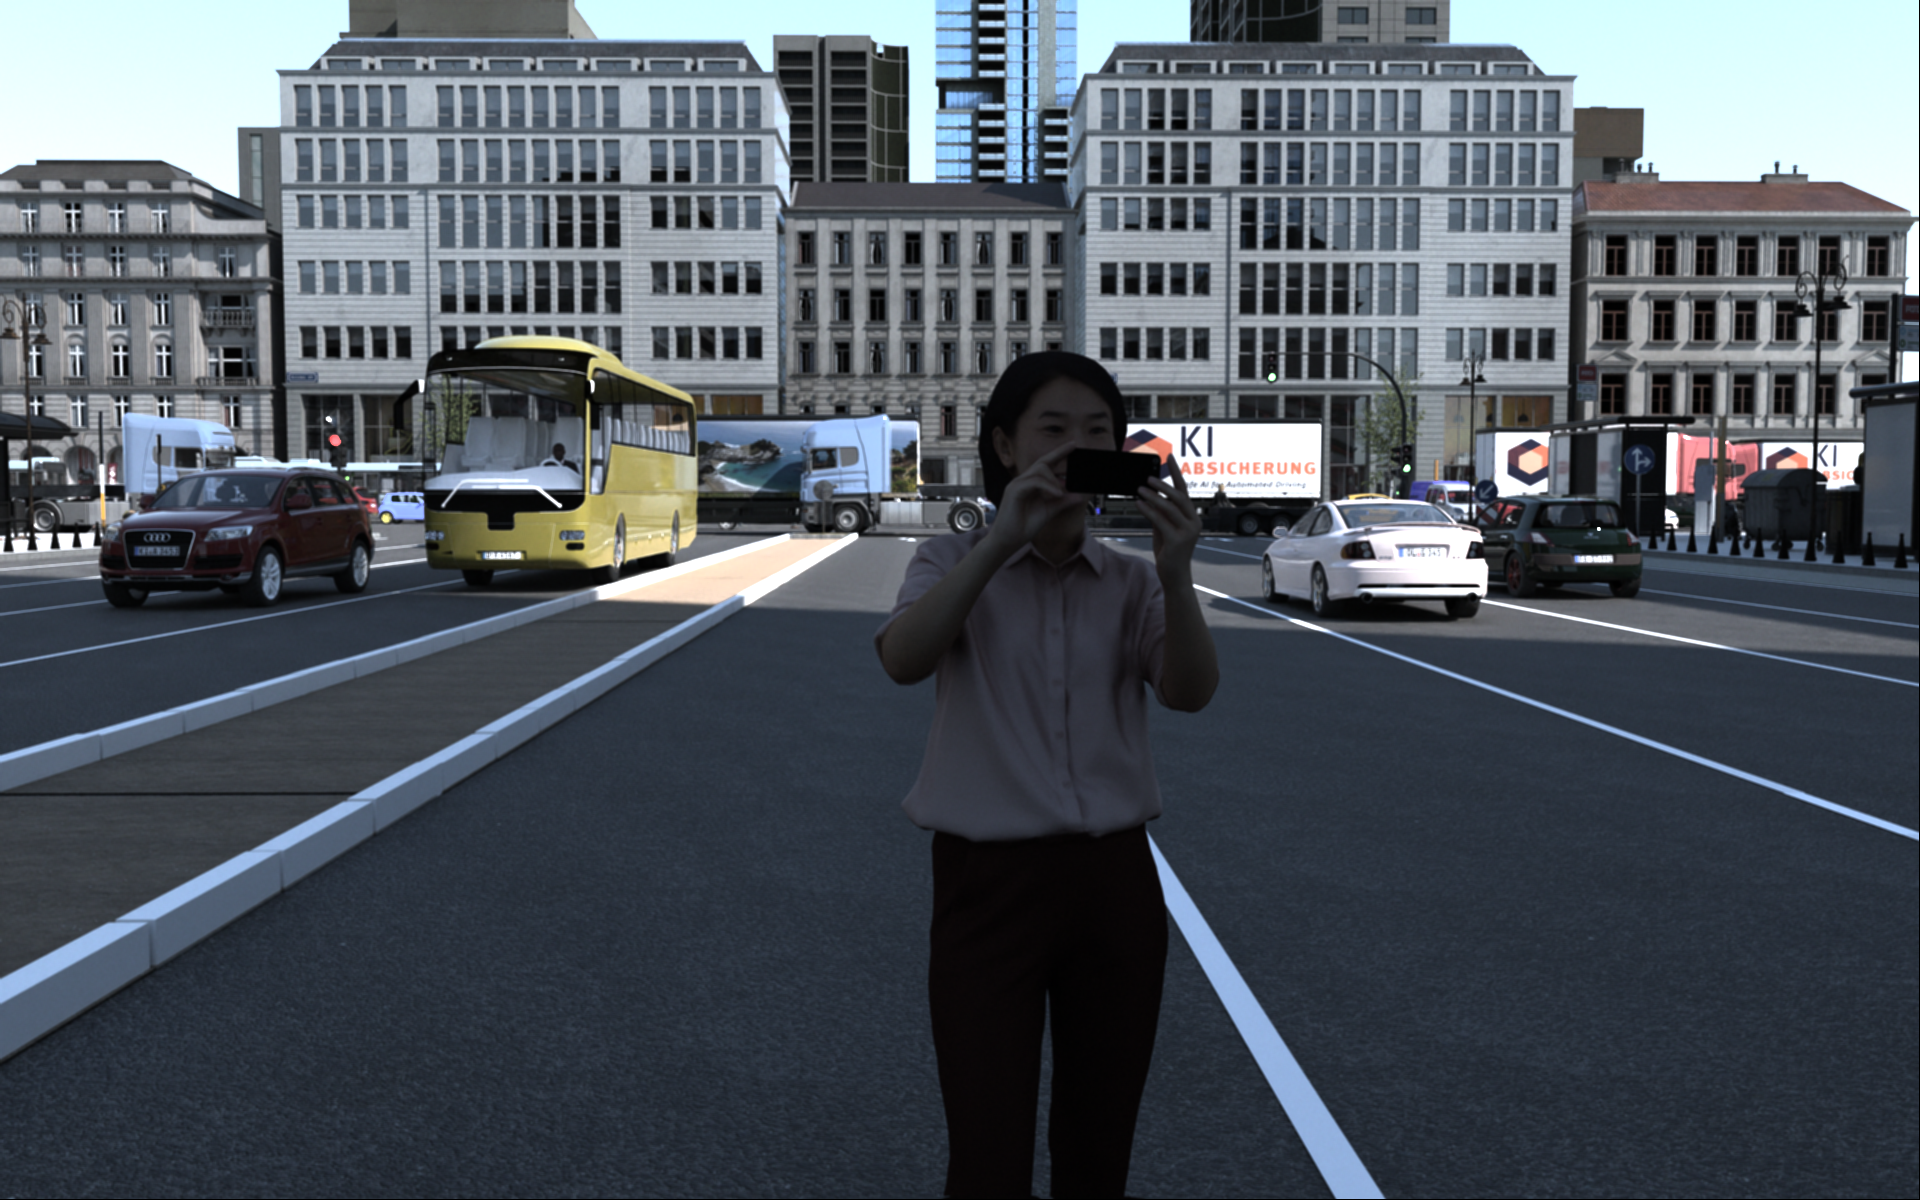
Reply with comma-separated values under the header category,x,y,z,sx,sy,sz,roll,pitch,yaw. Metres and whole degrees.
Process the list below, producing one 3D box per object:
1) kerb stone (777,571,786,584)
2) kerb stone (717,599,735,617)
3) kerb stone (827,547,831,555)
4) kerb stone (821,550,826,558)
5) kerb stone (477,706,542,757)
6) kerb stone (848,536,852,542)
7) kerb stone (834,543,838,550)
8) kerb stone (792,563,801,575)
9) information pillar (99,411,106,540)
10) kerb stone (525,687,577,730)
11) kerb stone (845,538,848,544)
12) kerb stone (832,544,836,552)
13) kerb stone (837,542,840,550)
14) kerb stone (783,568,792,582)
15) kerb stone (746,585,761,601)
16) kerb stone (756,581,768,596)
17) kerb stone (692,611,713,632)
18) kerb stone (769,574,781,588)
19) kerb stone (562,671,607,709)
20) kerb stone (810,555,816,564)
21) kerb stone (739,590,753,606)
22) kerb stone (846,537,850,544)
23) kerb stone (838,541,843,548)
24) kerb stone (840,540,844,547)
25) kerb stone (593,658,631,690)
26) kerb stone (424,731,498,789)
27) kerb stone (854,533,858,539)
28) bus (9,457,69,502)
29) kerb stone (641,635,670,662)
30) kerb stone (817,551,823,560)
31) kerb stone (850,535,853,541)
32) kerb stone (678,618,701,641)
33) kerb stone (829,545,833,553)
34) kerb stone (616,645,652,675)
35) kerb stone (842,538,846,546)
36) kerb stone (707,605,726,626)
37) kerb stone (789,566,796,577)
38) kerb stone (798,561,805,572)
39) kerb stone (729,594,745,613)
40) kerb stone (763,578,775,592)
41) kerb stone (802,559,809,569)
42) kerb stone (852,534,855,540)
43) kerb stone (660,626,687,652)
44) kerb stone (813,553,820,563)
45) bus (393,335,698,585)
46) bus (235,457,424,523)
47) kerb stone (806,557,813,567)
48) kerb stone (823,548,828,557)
category,x,y,z,sx,sy,sz,roll,pitch,yaw
kerb stone,-2.893,-0.314,27.362,0.120,0.150,1.000,0,4,-1
kerb stone,-2.763,0.125,20.148,0.120,0.150,1.000,0,4,-1
kerb stone,-3.110,-1.072,39.720,0.120,0.150,1.000,0,4,-1
kerb stone,-3.067,-0.941,37.651,0.120,0.150,1.000,0,4,-1
kerb stone,-2.567,0.755,9.851,0.120,0.150,1.000,0,4,-1
kerb stone,-3.284,-1.701,50.009,0.120,0.150,1.000,0,4,-1
kerb stone,-3.154,-1.259,42.804,0.120,0.150,1.000,0,4,-1
kerb stone,-2.937,-0.505,30.446,0.120,0.150,1.000,0,4,-1
information pillar,-24.015,-3.494,48.489,0.183,3.616,0.504,-2,4,-24
kerb stone,-2.589,0.693,10.888,0.120,0.150,1.000,0,4,-1
kerb stone,-3.254,-1.575,47.953,0.120,0.150,1.000,0,4,-1
kerb stone,-3.145,-1.198,41.776,0.120,0.150,1.000,0,4,-1
kerb stone,-3.181,-1.323,43.832,0.120,0.150,1.000,0,4,-1
kerb stone,-2.900,-0.379,28.390,0.120,0.150,1.000,0,4,-1
kerb stone,-2.813,-0.064,23.242,0.120,0.150,1.000,0,4,-1
kerb stone,-2.831,-0.127,24.269,0.120,0.150,1.000,0,4,-1
kerb stone,-2.724,0.251,18.084,0.120,0.150,1.000,0,4,-1
kerb stone,-2.865,-0.253,26.334,0.120,0.150,1.000,0,4,-1
kerb stone,-2.602,0.629,11.916,0.120,0.150,1.000,0,4,-1
kerb stone,-3.012,-0.756,34.564,0.120,0.150,1.000,0,4,-1
kerb stone,-2.797,0.002,22.205,0.120,0.150,1.000,0,4,-1
kerb stone,-3.267,-1.638,48.981,0.120,0.150,1.000,0,4,-1
kerb stone,-3.191,-1.387,44.866,0.120,0.150,1.000,0,4,-1
kerb stone,-3.216,-1.443,45.896,0.120,0.150,1.000,0,4,-1
kerb stone,-2.626,0.573,12.944,0.120,0.150,1.000,0,4,-1
kerb stone,-2.552,0.826,8.821,0.120,0.150,1.000,0,4,-1
kerb stone,-3.361,-1.954,54.148,0.120,0.150,1.000,0,4,-1
bus,-48.035,-5.265,80.945,13.247,3.499,2.948,0,4,-2
kerb stone,-2.671,0.443,15.000,0.120,0.150,1.000,0,4,-1
kerb stone,-3.052,-0.882,36.621,0.120,0.150,1.000,0,4,-1
kerb stone,-3.315,-1.764,51.039,0.120,0.150,1.000,0,4,-1
kerb stone,-2.700,0.316,17.056,0.120,0.150,1.000,0,4,-1
kerb stone,-3.129,-1.135,40.748,0.120,0.150,1.000,0,4,-1
kerb stone,-2.646,0.503,13.972,0.120,0.150,1.000,0,4,-1
kerb stone,-3.232,-1.513,46.925,0.120,0.150,1.000,0,4,-1
kerb stone,-2.734,0.190,19.120,0.120,0.150,1.000,0,4,-1
kerb stone,-2.921,-0.442,29.418,0.120,0.150,1.000,0,4,-1
kerb stone,-2.958,-0.566,31.475,0.120,0.150,1.000,0,4,-1
kerb stone,-2.776,0.063,21.176,0.120,0.150,1.000,0,4,-1
kerb stone,-2.849,-0.190,25.302,0.120,0.150,1.000,0,4,-1
kerb stone,-2.979,-0.630,32.503,0.120,0.150,1.000,0,4,-1
kerb stone,-3.316,-1.826,52.067,0.120,0.150,1.000,0,4,-1
kerb stone,-2.680,0.377,16.028,0.120,0.150,1.000,0,4,-1
kerb stone,-3.028,-0.819,35.593,0.120,0.150,1.000,0,4,-1
bus,-6.681,-2.386,30.560,2.896,3.916,12.252,0,4,-1
bus,-29.581,-5.631,86.928,13.247,3.499,2.948,0,4,-2
kerb stone,-2.997,-0.692,33.531,0.120,0.150,1.000,0,4,-1
kerb stone,-3.091,-1.008,38.685,0.120,0.150,1.000,0,4,-1
